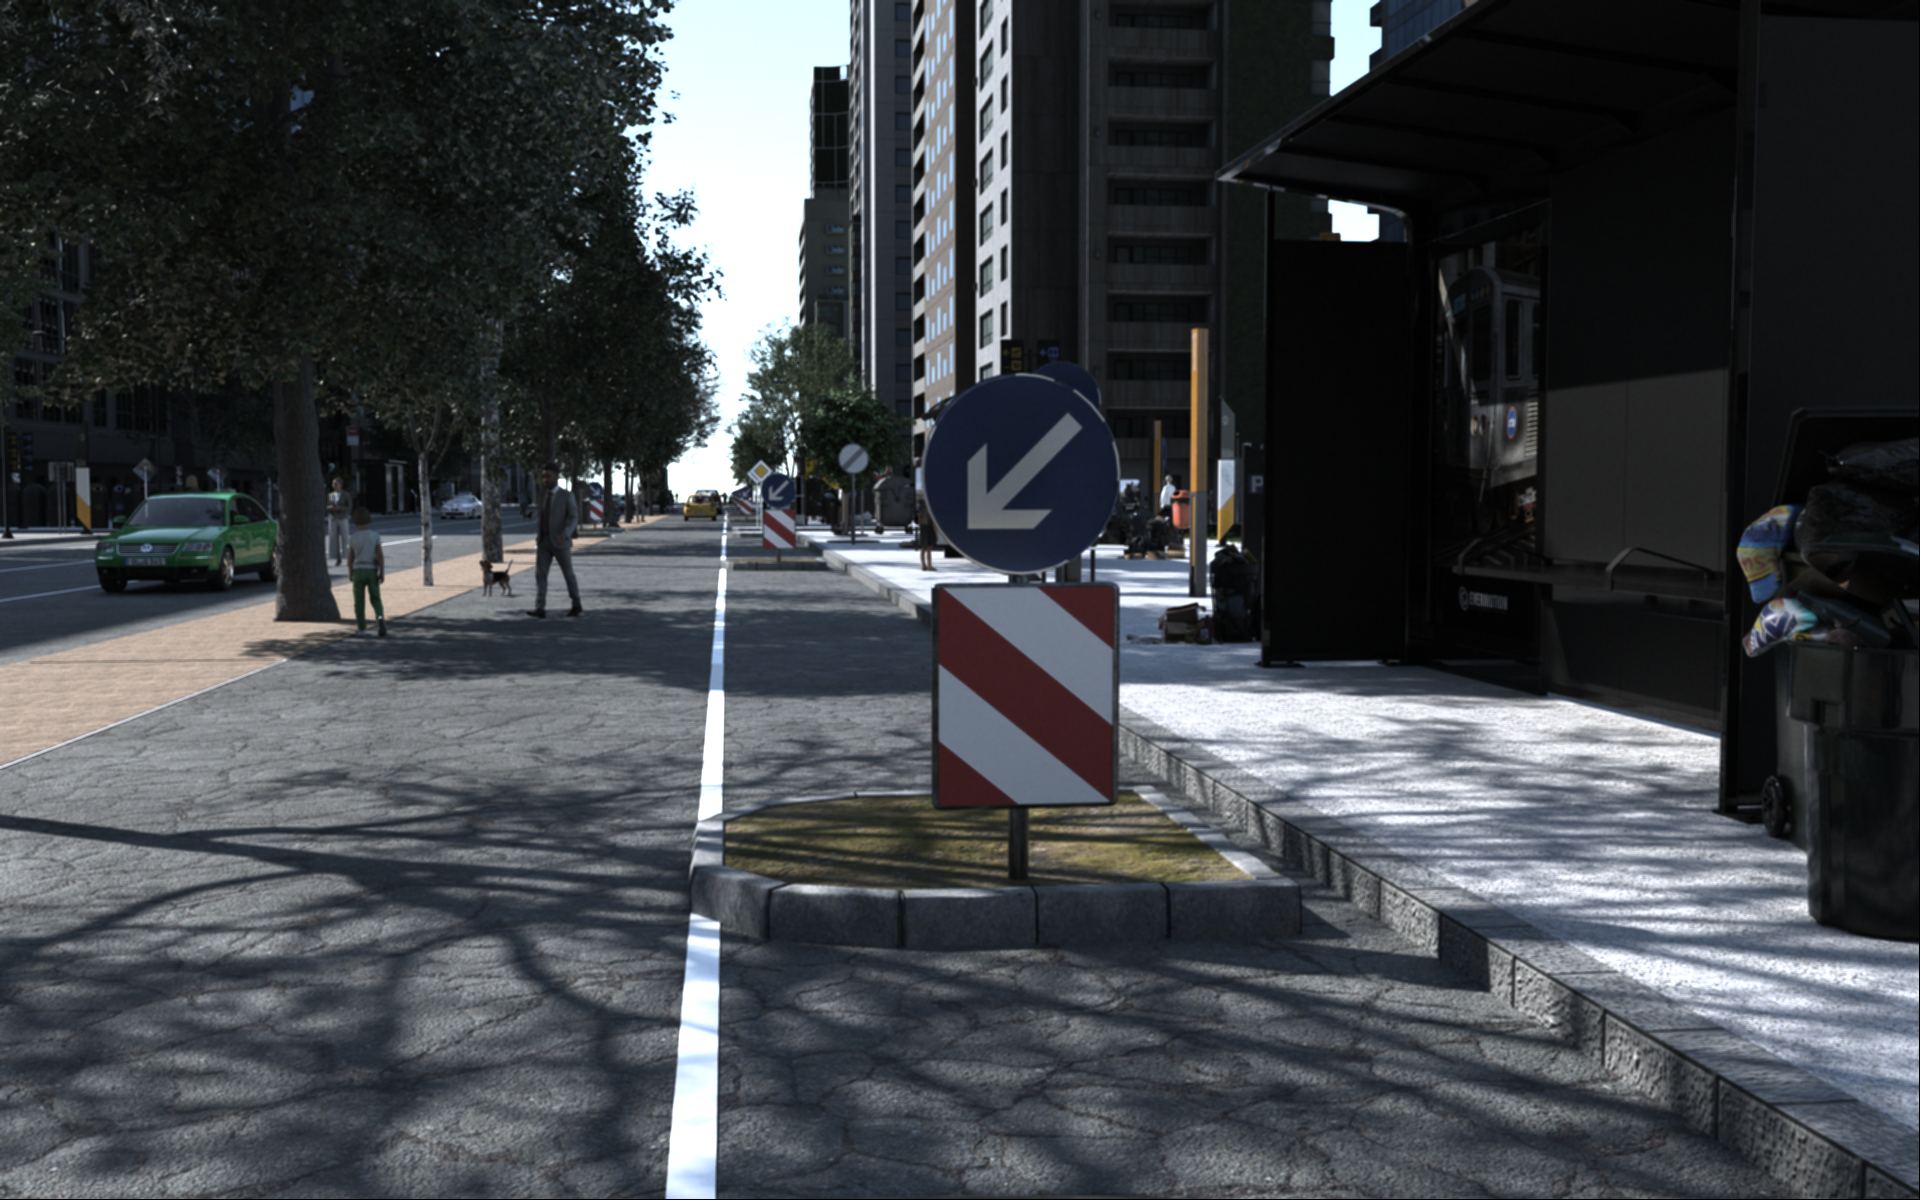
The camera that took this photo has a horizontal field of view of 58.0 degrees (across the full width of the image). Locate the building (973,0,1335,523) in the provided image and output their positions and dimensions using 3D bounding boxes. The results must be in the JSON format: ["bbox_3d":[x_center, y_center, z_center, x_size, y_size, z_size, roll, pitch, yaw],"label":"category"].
[{"bbox_3d":[8.518,-18.944,81.434,14.107,30.474,14.160,0,4,-8],"label":"building"}]

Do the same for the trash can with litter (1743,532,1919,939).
[{"bbox_3d":[2.980,0.376,5.244,1.055,1.170,0.624,-1,4,-19],"label":"trash can with litter"}]

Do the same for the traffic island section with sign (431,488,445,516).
[{"bbox_3d":[-33.749,-6.348,112.416,1.989,1.847,2.006,0,4,-8],"label":"traffic island section with sign"}]

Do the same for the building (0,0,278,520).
[{"bbox_3d":[-51.243,-19.096,105.733,14.314,27.812,24.014,0,4,-8],"label":"building"}]

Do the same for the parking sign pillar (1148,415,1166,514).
[{"bbox_3d":[6.794,-4.354,59.662,1.447,3.967,1.447,1,4,14],"label":"parking sign pillar"}]

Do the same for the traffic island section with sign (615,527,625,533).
[{"bbox_3d":[-13.628,-3.471,64.881,2.006,1.907,1.989,0,4,-8],"label":"traffic island section with sign"}]

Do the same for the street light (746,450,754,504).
[{"bbox_3d":[-17.271,-10.729,147.962,1.470,5.913,1.316,0,4,-8],"label":"street light"}]

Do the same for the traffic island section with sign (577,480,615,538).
[{"bbox_3d":[-12.649,-3.022,57.538,2.006,1.907,1.989,0,4,-8],"label":"traffic island section with sign"}]

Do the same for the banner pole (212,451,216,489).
[{"bbox_3d":[-42.595,-6.665,98.996,0.401,3.779,0.863,-2,4,-30],"label":"banner pole"}]

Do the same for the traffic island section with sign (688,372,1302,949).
[{"bbox_3d":[-0.002,0.134,6.439,1.989,1.847,2.006,0,4,-8],"label":"traffic island section with sign"}]

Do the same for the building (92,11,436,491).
[{"bbox_3d":[-65.478,-35.059,162.454,28.713,52.752,27.495,0,4,-8],"label":"building"}]

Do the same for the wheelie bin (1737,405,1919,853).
[{"bbox_3d":[3.335,0.105,6.199,0.980,1.594,0.693,1,4,11],"label":"wheelie bin"}]

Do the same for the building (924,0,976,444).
[{"bbox_3d":[5.649,-27.359,97.429,14.600,45.320,14.200,0,4,-8],"label":"building"}]

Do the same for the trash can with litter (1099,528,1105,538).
[{"bbox_3d":[4.125,-2.359,49.622,1.678,1.210,2.233,-2,4,-34],"label":"trash can with litter"}]

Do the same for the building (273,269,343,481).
[{"bbox_3d":[-53.341,-18.149,126.418,12.332,23.373,15.834,0,4,-8],"label":"building"}]

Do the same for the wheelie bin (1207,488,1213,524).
[{"bbox_3d":[7.632,-2.858,54.629,0.693,1.594,0.980,0,4,4],"label":"wheelie bin"}]

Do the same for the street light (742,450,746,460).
[{"bbox_3d":[-21.907,-12.819,182.129,1.470,5.913,1.316,0,4,-8],"label":"street light"}]

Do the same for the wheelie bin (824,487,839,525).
[{"bbox_3d":[-5.395,-3.973,72.870,0.693,1.594,0.980,0,4,-7],"label":"wheelie bin"}]

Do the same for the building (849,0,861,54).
[{"bbox_3d":[-3.845,-46.474,198.103,20.563,71.187,20.611,0,4,-8],"label":"building"}]

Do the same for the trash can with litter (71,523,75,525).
[{"bbox_3d":[-36.007,-3.703,71.603,1.678,1.210,2.233,0,4,3],"label":"trash can with litter"}]

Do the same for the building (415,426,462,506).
[{"bbox_3d":[-61.677,-32.714,184.987,14.600,45.320,14.200,0,4,-8],"label":"building"}]

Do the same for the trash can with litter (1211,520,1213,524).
[{"bbox_3d":[9.763,-3.592,70.112,1.055,1.170,0.624,1,4,14],"label":"trash can with litter"}]

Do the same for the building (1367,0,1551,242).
[{"bbox_3d":[29.980,-26.758,87.599,14.200,45.320,14.600,0,4,-8],"label":"building"}]

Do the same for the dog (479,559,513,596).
[{"bbox_3d":[-6.551,-0.318,24.481,0.406,0.507,0.540,-1,4,-9],"label":"dog"}]

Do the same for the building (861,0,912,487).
[{"bbox_3d":[1.383,-37.823,160.399,21.231,58.520,28.212,0,4,-8],"label":"building"}]

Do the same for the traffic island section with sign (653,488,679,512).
[{"bbox_3d":[-23.660,-8.025,139.349,2.006,1.907,1.989,0,4,-8],"label":"traffic island section with sign"}]

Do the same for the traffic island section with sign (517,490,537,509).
[{"bbox_3d":[-40.503,-9.416,162.584,1.989,1.847,2.006,0,4,-8],"label":"traffic island section with sign"}]

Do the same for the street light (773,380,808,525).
[{"bbox_3d":[-6.931,-6.020,70.968,1.470,5.913,1.316,0,4,-8],"label":"street light"}]

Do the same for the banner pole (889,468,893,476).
[{"bbox_3d":[-3.791,-6.421,95.005,0.401,3.779,0.863,-1,4,-17],"label":"banner pole"}]

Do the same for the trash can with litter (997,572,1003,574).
[{"bbox_3d":[0.783,-1.001,27.755,0.624,1.170,1.055,-1,4,-13],"label":"trash can with litter"}]

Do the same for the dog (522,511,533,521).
[{"bbox_3d":[-23.125,-4.488,92.666,0.406,0.507,0.540,0,4,7],"label":"dog"}]

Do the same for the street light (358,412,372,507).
[{"bbox_3d":[-33.194,-7.636,97.383,1.470,5.913,1.316,0,4,-8],"label":"street light"}]

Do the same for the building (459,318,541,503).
[{"bbox_3d":[-77.466,-44.480,269.246,21.231,58.520,28.212,0,4,-8],"label":"building"}]

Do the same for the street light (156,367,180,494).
[{"bbox_3d":[-28.625,-5.537,63.072,1.470,5.913,1.316,0,4,-8],"label":"street light"}]

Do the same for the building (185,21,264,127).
[{"bbox_3d":[-56.209,-30.131,142.758,14.600,45.320,14.200,0,4,-8],"label":"building"}]

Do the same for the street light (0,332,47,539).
[{"bbox_3d":[-26.790,-4.712,49.581,1.470,5.913,1.316,0,4,-8],"label":"street light"}]

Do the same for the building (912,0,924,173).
[{"bbox_3d":[8.130,-30.908,129.055,21.300,48.544,21.600,0,4,-8],"label":"building"}]

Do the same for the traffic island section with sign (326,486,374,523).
[{"bbox_3d":[-30.152,-4.714,85.701,1.989,1.847,2.006,0,4,-8],"label":"traffic island section with sign"}]

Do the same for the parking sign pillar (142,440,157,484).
[{"bbox_3d":[-39.299,-5.844,84.020,1.447,3.967,1.447,-1,4,-16],"label":"parking sign pillar"}]

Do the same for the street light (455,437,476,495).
[{"bbox_3d":[-37.783,-9.726,131.557,1.470,5.913,1.316,0,4,-8],"label":"street light"}]

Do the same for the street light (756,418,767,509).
[{"bbox_3d":[-11.551,-8.110,105.137,1.470,5.913,1.316,0,4,-8],"label":"street light"}]

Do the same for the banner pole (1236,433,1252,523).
[{"bbox_3d":[11.572,-4.944,70.857,0.863,3.779,0.401,2,4,35],"label":"banner pole"}]

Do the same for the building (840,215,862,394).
[{"bbox_3d":[-4.727,-25.079,181.746,14.160,30.474,14.107,0,4,-8],"label":"building"}]

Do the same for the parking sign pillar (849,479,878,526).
[{"bbox_3d":[-4.015,-4.962,69.597,1.447,3.967,1.447,2,4,24],"label":"parking sign pillar"}]

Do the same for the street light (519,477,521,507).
[{"bbox_3d":[-43.393,-12.262,173.026,1.470,5.913,1.316,0,4,-8],"label":"street light"}]

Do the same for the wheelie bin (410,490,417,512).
[{"bbox_3d":[-39.949,-7.232,126.147,0.693,1.594,0.980,0,4,-2],"label":"wheelie bin"}]
